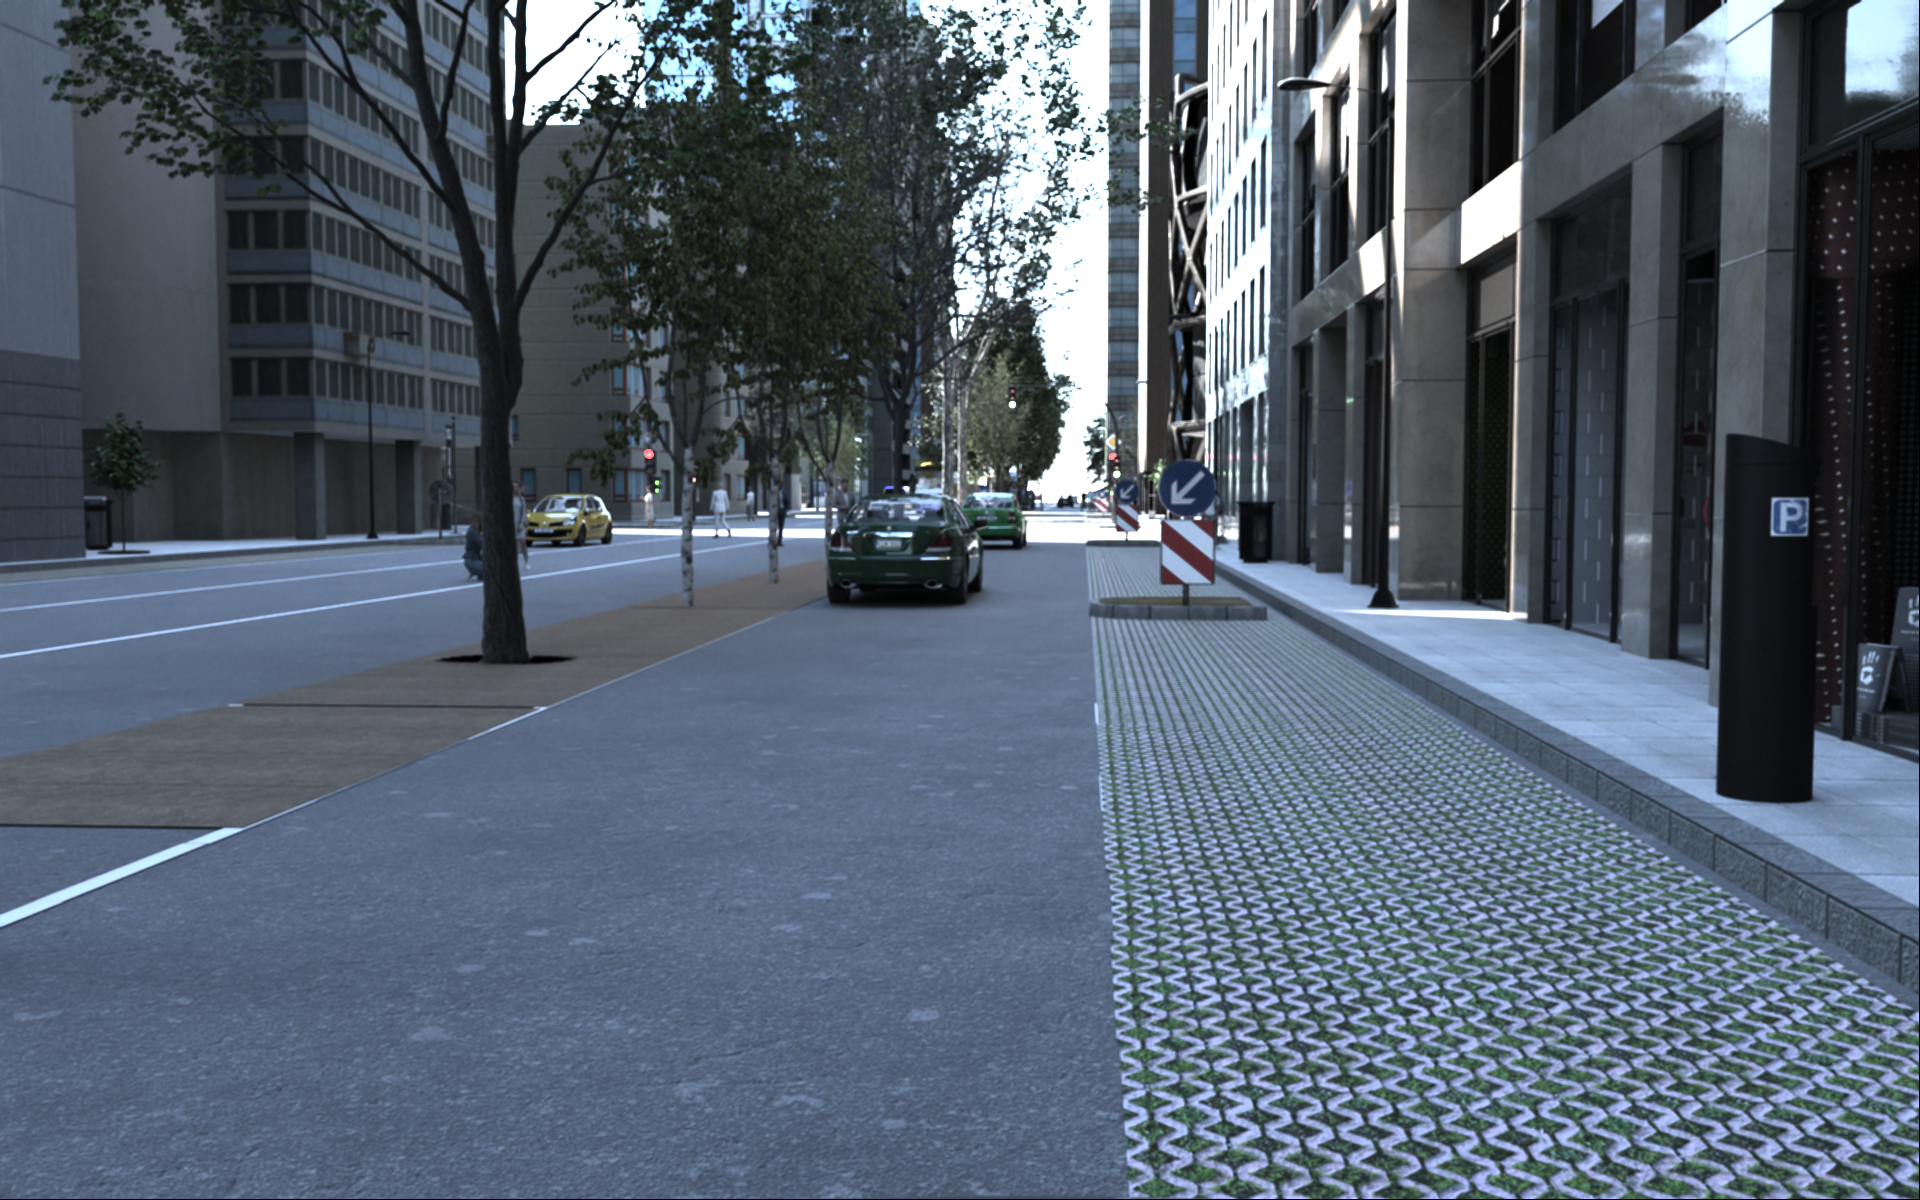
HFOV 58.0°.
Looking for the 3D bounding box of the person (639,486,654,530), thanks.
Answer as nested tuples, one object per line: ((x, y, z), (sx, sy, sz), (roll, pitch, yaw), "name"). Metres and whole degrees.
((-12.554, -3.694, 69.471), (0.524, 1.755, 0.480), (-2, 4, -24), "person")

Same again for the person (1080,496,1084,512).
((9.593, -7.543, 136.518), (0.332, 1.250, 0.352), (0, 4, -1), "person")

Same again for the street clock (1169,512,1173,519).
((10.727, -5.099, 87.945), (0.358, 2.002, 0.471), (2, 4, 30), "street clock")

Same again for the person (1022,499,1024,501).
((5.552, -9.049, 159.707), (0.557, 1.426, 1.065), (3, 4, 37), "person")

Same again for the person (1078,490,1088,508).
((12.632, -10.282, 176.244), (1.348, 1.869, 0.705), (-1, 4, -14), "person")

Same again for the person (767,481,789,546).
((-5.028, -2.385, 47.677), (0.721, 1.800, 0.419), (-2, 4, -26), "person")

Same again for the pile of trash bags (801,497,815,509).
((-14.346, -8.634, 150.919), (1.912, 1.369, 3.447), (3, 4, 39), "pile of trash bags")

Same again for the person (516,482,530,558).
((-9.857, -1.790, 38.774), (0.522, 1.701, 0.512), (-2, 4, -27), "person")

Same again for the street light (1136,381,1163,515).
((7.916, -6.018, 70.934), (1.470, 5.913, 1.316), (0, 4, 4), "street light")

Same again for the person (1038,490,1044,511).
((7.037, -8.685, 150.687), (0.466, 1.800, 0.511), (-1, 4, -21), "person")

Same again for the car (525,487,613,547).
((-10.991, -2.330, 48.321), (2.015, 1.641, 3.980), (0, 4, 5), "car")

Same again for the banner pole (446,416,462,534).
((-16.241, -3.995, 55.340), (0.401, 3.779, 0.863), (0, 4, 7), "banner pole")

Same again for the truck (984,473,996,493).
((4.678, -14.567, 227.076), (2.839, 4.237, 11.283), (0, 4, 3), "truck")

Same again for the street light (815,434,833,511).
((-10.413, -9.808, 132.898), (1.470, 5.913, 1.316), (0, 4, 4), "street light")

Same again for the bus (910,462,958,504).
((-1.699, -8.863, 136.449), (2.896, 3.916, 12.252), (0, 4, 6), "bus")

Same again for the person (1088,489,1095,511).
((9.934, -7.483, 130.870), (0.620, 1.820, 0.660), (-1, 4, -20), "person")

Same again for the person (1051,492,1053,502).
((14.053, -15.702, 266.162), (0.436, 1.711, 0.756), (2, 4, 32), "person")

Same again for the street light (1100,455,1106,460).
((17.382, -14.227, 205.159), (1.470, 5.913, 1.316), (0, 4, 4), "street light")

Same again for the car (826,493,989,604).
((-0.701, -0.750, 24.056), (2.131, 1.459, 4.920), (0, 4, 5), "car")

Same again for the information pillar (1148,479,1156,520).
((9.512, -4.967, 85.702), (0.304, 2.012, 0.304), (2, 4, 27), "information pillar")

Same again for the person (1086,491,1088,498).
((18.467, -14.868, 251.577), (0.705, 1.826, 1.348), (0, 4, 3), "person")

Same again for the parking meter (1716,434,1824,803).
((3.419, 0.067, 7.320), (0.372, 1.533, 0.369), (0, 3, 0), "parking meter")

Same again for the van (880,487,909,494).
((-5.362, -8.622, 145.358), (2.240, 2.365, 5.245), (0, 4, 5), "van")

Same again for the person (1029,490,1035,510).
((6.357, -8.704, 151.229), (0.534, 1.772, 0.576), (-3, 5, -44), "person")

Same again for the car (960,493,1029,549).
((0.862, -2.314, 46.628), (1.959, 1.807, 4.718), (0, 4, 5), "car")

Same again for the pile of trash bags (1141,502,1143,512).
((14.285, -7.072, 125.371), (1.912, 1.369, 3.447), (0, 4, -7), "pile of trash bags")

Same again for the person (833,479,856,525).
((-2.782, -2.067, 42.487), (0.606, 1.804, 0.583), (-2, 4, -30), "person")

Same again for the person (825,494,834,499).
((-10.779, -8.369, 143.548), (0.731, 1.740, 0.598), (-1, 4, -20), "person")

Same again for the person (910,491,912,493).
((-5.112, -10.600, 182.523), (1.217, 1.735, 0.721), (-2, 4, -28), "person")

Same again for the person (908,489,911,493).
((-4.225, -8.185, 142.131), (0.447, 1.846, 0.655), (1, 4, 21), "person")

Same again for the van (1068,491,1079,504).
((16.290, -14.873, 250.180), (2.013, 2.044, 4.112), (0, 4, 3), "van")

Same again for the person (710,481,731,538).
((-7.726, -2.913, 56.013), (0.818, 1.842, 0.514), (3, 5, 44), "person")

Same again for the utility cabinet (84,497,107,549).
((-20.685, -1.813, 40.802), (1.020, 1.237, 0.306), (0, 4, -7), "utility cabinet")

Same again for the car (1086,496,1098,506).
((14.627, -10.860, 187.778), (2.015, 1.641, 3.980), (0, 4, 2), "car")

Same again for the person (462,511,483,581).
((-7.850, -0.899, 28.698), (0.738, 1.151, 1.012), (0, 4, -5), "person")

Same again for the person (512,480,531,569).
((-8.482, -1.437, 32.996), (0.512, 1.701, 0.522), (-1, 4, -23), "person")

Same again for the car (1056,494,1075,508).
((11.237, -10.686, 184.498), (2.009, 1.686, 4.222), (0, 4, 4), "car")

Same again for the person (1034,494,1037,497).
((10.825, -14.955, 253.018), (0.705, 1.823, 1.348), (-3, 5, -40), "person")

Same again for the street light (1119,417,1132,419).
((10.279, -8.052, 104.188), (1.470, 5.913, 1.316), (0, 4, 4), "street light")

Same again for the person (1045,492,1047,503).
((13.443, -16.025, 270.446), (0.705, 1.831, 1.348), (0, 4, -4), "person")

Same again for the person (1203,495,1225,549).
((5.917, -1.944, 40.421), (0.503, 1.515, 0.523), (1, 4, 18), "person")

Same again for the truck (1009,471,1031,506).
((7.237, -13.334, 207.770), (2.967, 4.110, 18.799), (0, 4, 6), "truck")

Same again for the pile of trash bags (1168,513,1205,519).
((13.644, -5.524, 100.074), (3.447, 1.369, 1.912), (1, 4, 19), "pile of trash bags")

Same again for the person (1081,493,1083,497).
((21.974, -18.495, 311.610), (1.217, 1.735, 0.721), (-1, 4, -10), "person")

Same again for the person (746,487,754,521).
((-10.883, -4.978, 90.121), (0.478, 1.798, 0.641), (-2, 4, -27), "person")

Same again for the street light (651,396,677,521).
((-14.031, -6.680, 81.755), (1.470, 5.913, 1.316), (0, 4, 4), "street light")

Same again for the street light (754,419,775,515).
((-12.146, -8.241, 107.285), (1.470, 5.913, 1.316), (0, 4, 4), "street light")

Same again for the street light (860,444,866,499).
((-8.542, -11.351, 158.126), (1.470, 5.913, 1.316), (0, 4, 4), "street light")

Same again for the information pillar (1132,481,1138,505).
((9.707, -5.603, 96.107), (0.304, 2.012, 0.304), (0, 4, -4), "information pillar")

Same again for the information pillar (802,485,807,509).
((-13.218, -8.706, 146.832), (0.304, 2.012, 0.304), (2, 4, 30), "information pillar")

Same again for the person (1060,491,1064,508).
((10.326, -10.152, 175.289), (0.445, 1.727, 0.742), (0, 4, -6), "person")

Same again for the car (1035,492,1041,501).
((13.507, -18.141, 305.284), (2.281, 1.827, 5.304), (0, 4, 5), "car")
